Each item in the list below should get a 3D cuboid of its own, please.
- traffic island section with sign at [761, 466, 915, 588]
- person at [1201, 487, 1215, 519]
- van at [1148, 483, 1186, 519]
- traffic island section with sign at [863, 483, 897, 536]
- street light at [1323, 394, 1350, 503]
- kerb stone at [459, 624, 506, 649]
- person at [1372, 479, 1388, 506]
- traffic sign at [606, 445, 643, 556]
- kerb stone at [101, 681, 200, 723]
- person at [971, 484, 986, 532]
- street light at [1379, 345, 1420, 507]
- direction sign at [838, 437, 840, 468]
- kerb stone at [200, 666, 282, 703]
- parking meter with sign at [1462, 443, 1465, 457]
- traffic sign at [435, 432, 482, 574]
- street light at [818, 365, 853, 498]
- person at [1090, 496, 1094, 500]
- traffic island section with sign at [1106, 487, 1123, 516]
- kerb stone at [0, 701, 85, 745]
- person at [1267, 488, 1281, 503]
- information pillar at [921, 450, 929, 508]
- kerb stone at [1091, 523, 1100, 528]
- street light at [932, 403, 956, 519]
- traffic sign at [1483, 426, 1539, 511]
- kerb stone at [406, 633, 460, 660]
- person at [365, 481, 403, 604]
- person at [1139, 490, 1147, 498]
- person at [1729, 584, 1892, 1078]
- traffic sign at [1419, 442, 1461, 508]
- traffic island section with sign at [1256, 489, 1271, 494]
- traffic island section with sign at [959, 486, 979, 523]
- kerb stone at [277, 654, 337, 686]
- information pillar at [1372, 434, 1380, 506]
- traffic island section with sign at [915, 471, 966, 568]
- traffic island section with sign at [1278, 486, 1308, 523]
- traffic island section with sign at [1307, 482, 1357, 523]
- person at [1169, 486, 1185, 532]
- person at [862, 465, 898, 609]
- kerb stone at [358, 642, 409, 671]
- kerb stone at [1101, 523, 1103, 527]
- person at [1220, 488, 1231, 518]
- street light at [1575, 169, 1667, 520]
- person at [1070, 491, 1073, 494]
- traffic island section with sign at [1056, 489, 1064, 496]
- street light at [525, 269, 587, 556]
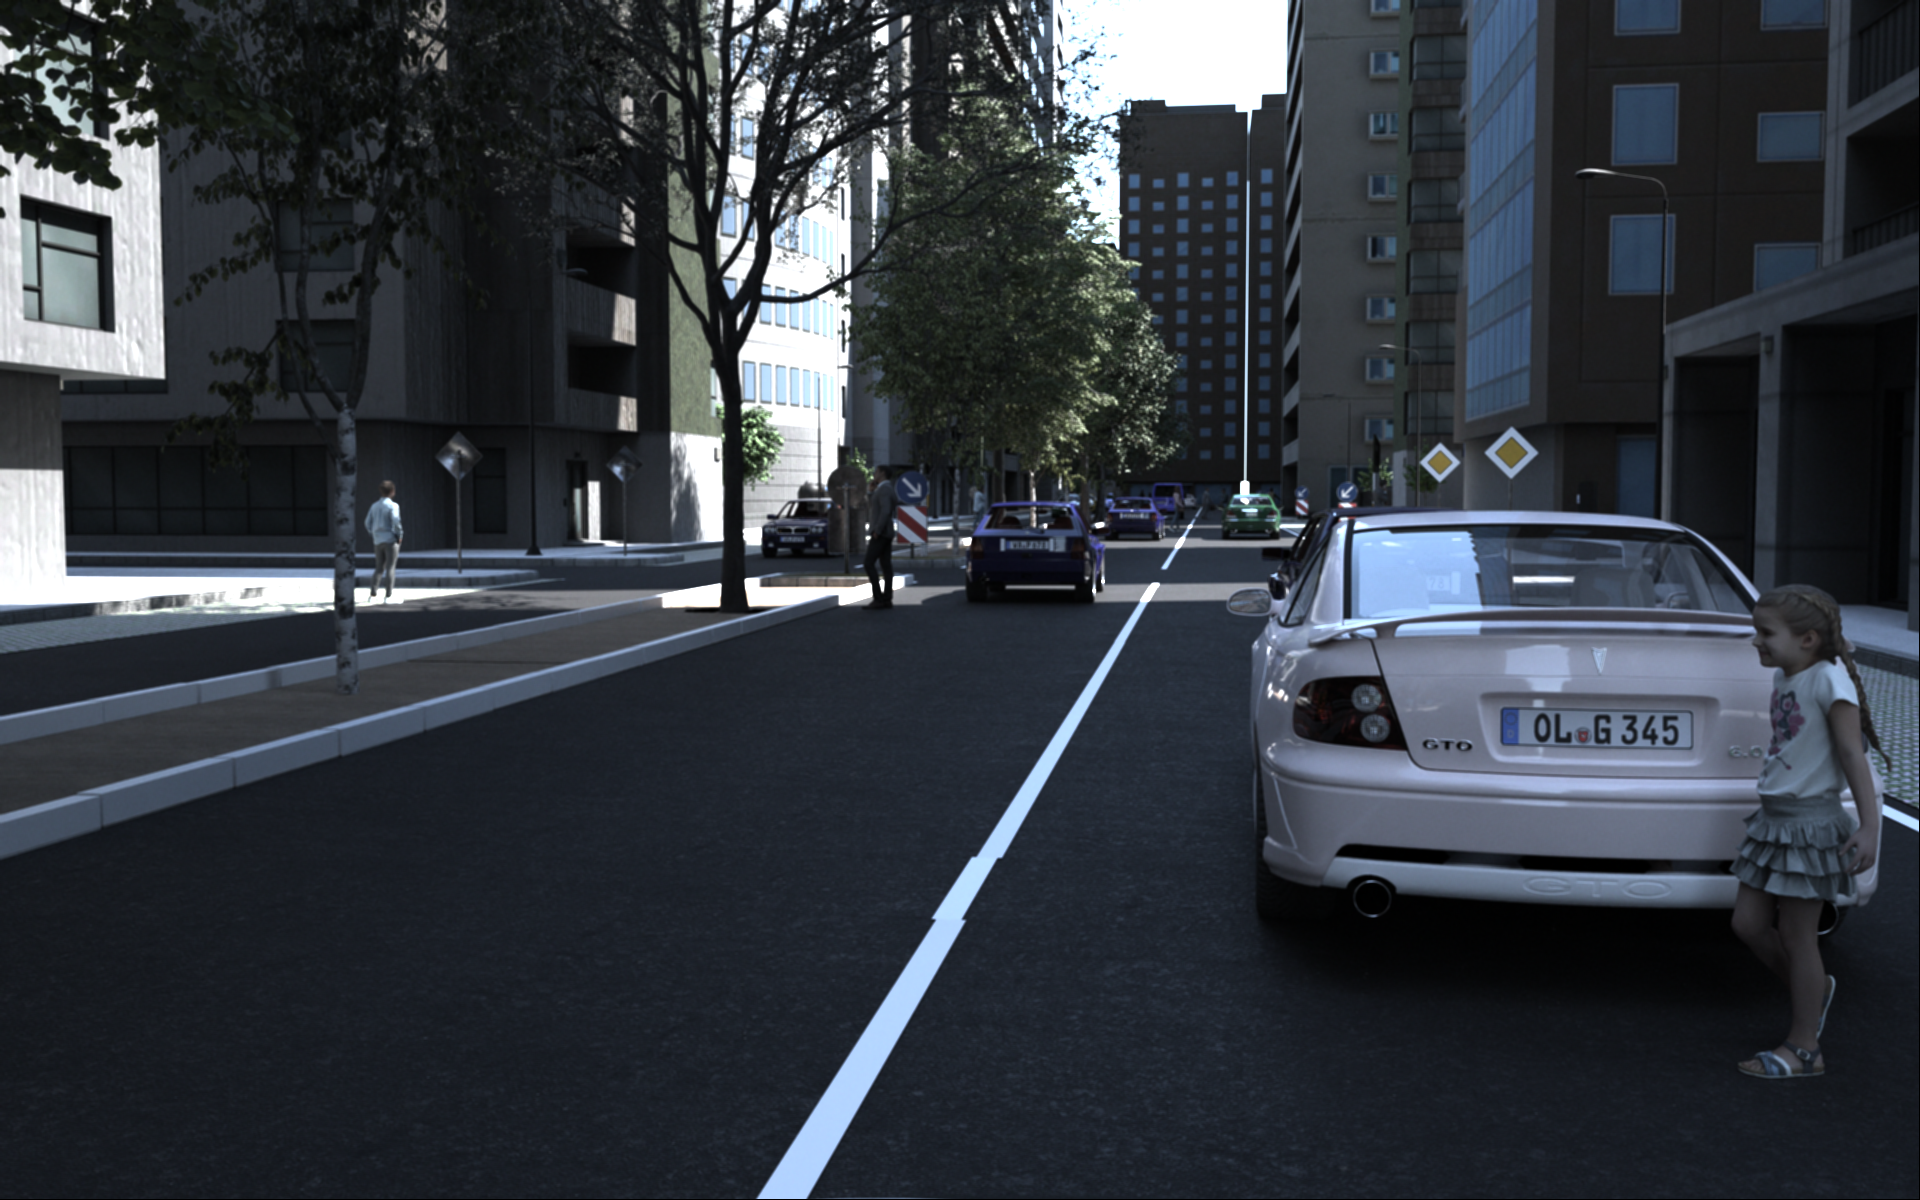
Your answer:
[{"bbox_3d":[-1.913,-1.172,27.296,2.006,1.907,1.989,1,4,8],"label":"traffic island section with sign"},{"bbox_3d":[13.993,-5.470,98.063,0.853,1.813,0.709,2,4,32],"label":"person"},{"bbox_3d":[12.116,-5.914,101.071,2.240,2.365,5.245,0,4,6],"label":"van"},{"bbox_3d":[-3.106,-3.152,60.156,1.989,1.847,2.006,1,4,8],"label":"traffic island section with sign"},{"bbox_3d":[17.557,-6.611,80.633,1.470,5.913,1.316,1,4,8],"label":"street light"},{"bbox_3d":[-4.569,0.364,16.335,0.120,0.150,1.000,1,4,8],"label":"kerb stone"},{"bbox_3d":[11.576,-2.406,47.644,0.447,1.846,0.655,-1,4,-10],"label":"person"},{"bbox_3d":[-6.925,-1.966,35.785,0.795,2.450,0.064,1,4,8],"label":"traffic sign"},{"bbox_3d":[-5.306,0.669,11.264,0.120,0.150,1.000,1,4,8],"label":"kerb stone"},{"bbox_3d":[0.698,-3.448,65.132,0.793,1.790,0.793,2,4,30],"label":"person"},{"bbox_3d":[13.772,-4.994,54.192,1.470,5.913,1.316,1,4,8],"label":"street light"},{"bbox_3d":[-4.821,-4.714,69.066,0.379,3.537,0.876,0,4,-2],"label":"direction sign"},{"bbox_3d":[-5.146,0.612,12.281,0.120,0.150,1.000,1,4,8],"label":"kerb stone"},{"bbox_3d":[16.968,-3.645,55.864,0.543,3.016,1.738,-1,4,-23],"label":"parking meter with sign"},{"bbox_3d":[-8.065,-1.483,27.882,0.795,2.450,0.064,1,4,8],"label":"traffic sign"},{"bbox_3d":[-4.548,-5.503,62.516,1.470,5.913,1.316,1,4,8],"label":"street light"},{"bbox_3d":[8.825,-6.838,120.827,1.217,1.766,0.721,-1,4,-21],"label":"person"},{"bbox_3d":[9.877,-6.169,108.998,2.006,1.907,1.989,1,4,8],"label":"traffic island section with sign"},{"bbox_3d":[-5.442,0.732,10.252,0.120,0.150,1.000,1,4,8],"label":"kerb stone"},{"bbox_3d":[20.076,-6.299,111.590,1.348,1.812,0.705,2,4,28],"label":"person"},{"bbox_3d":[-1.865,-6.183,92.451,0.504,3.616,0.183,-3,5,-44],"label":"information pillar"},{"bbox_3d":[5.638,-3.069,72.381,0.120,0.150,1.000,1,4,8],"label":"kerb stone"},{"bbox_3d":[-0.737,-7.122,88.984,1.470,5.913,1.316,1,4,8],"label":"street light"},{"bbox_3d":[8.109,-1.339,25.536,0.795,2.450,0.064,1,4,8],"label":"traffic sign"},{"bbox_3d":[-4.720,0.420,15.323,0.120,0.150,1.000,1,4,8],"label":"kerb stone"},{"bbox_3d":[-7.513,-0.758,22.704,0.589,1.601,0.330,2,4,33],"label":"person"},{"bbox_3d":[16.980,-9.319,160.873,0.705,1.822,1.348,-3,5,-39],"label":"person"},{"bbox_3d":[2.125,0.568,4.232,0.382,1.210,0.505,0,4,-4],"label":"person"},{"bbox_3d":[9.250,-1.822,33.439,0.795,2.450,0.064,1,4,8],"label":"traffic sign"},{"bbox_3d":[23.858,-7.697,134.471,1.989,1.847,2.006,1,4,8],"label":"traffic island section with sign"},{"bbox_3d":[0.764,-4.795,87.025,1.989,1.847,2.006,1,4,8],"label":"traffic island section with sign"},{"bbox_3d":[-5.000,0.545,13.292,0.120,0.150,1.000,1,4,8],"label":"kerb stone"},{"bbox_3d":[16.224,-4.658,67.520,0.183,3.616,0.504,3,4,37],"label":"information pillar"},{"bbox_3d":[-0.845,-1.620,34.626,2.006,1.907,1.989,1,4,8],"label":"traffic island section with sign"},{"bbox_3d":[16.906,-4.757,86.400,1.989,1.847,2.006,1,4,8],"label":"traffic island section with sign"},{"bbox_3d":[12.867,-3.040,58.324,1.989,1.847,2.006,1,4,8],"label":"traffic island section with sign"},{"bbox_3d":[8.190,-3.457,65.610,0.643,1.750,0.593,-1,4,-8],"label":"person"},{"bbox_3d":[-1.014,-0.798,21.726,0.473,1.802,0.592,1,4,21],"label":"person"},{"bbox_3d":[-4.860,0.482,14.311,0.120,0.150,1.000,1,4,8],"label":"kerb stone"},{"bbox_3d":[5.931,-3.194,74.418,0.120,0.150,1.000,1,4,8],"label":"kerb stone"},{"bbox_3d":[15.843,-5.794,103.582,0.721,1.781,0.623,0,4,-7],"label":"person"},{"bbox_3d":[9.502,-3.201,24.883,1.470,5.913,1.316,1,4,8],"label":"street light"},{"bbox_3d":[7.407,-6.472,115.038,1.217,1.743,0.721,1,4,10],"label":"person"},{"bbox_3d":[7.953,-7.839,136.793,1.989,1.847,2.006,1,4,8],"label":"traffic island section with sign"},{"bbox_3d":[-8.381,-3.879,35.965,1.470,5.913,1.316,1,4,8],"label":"street light"}]
